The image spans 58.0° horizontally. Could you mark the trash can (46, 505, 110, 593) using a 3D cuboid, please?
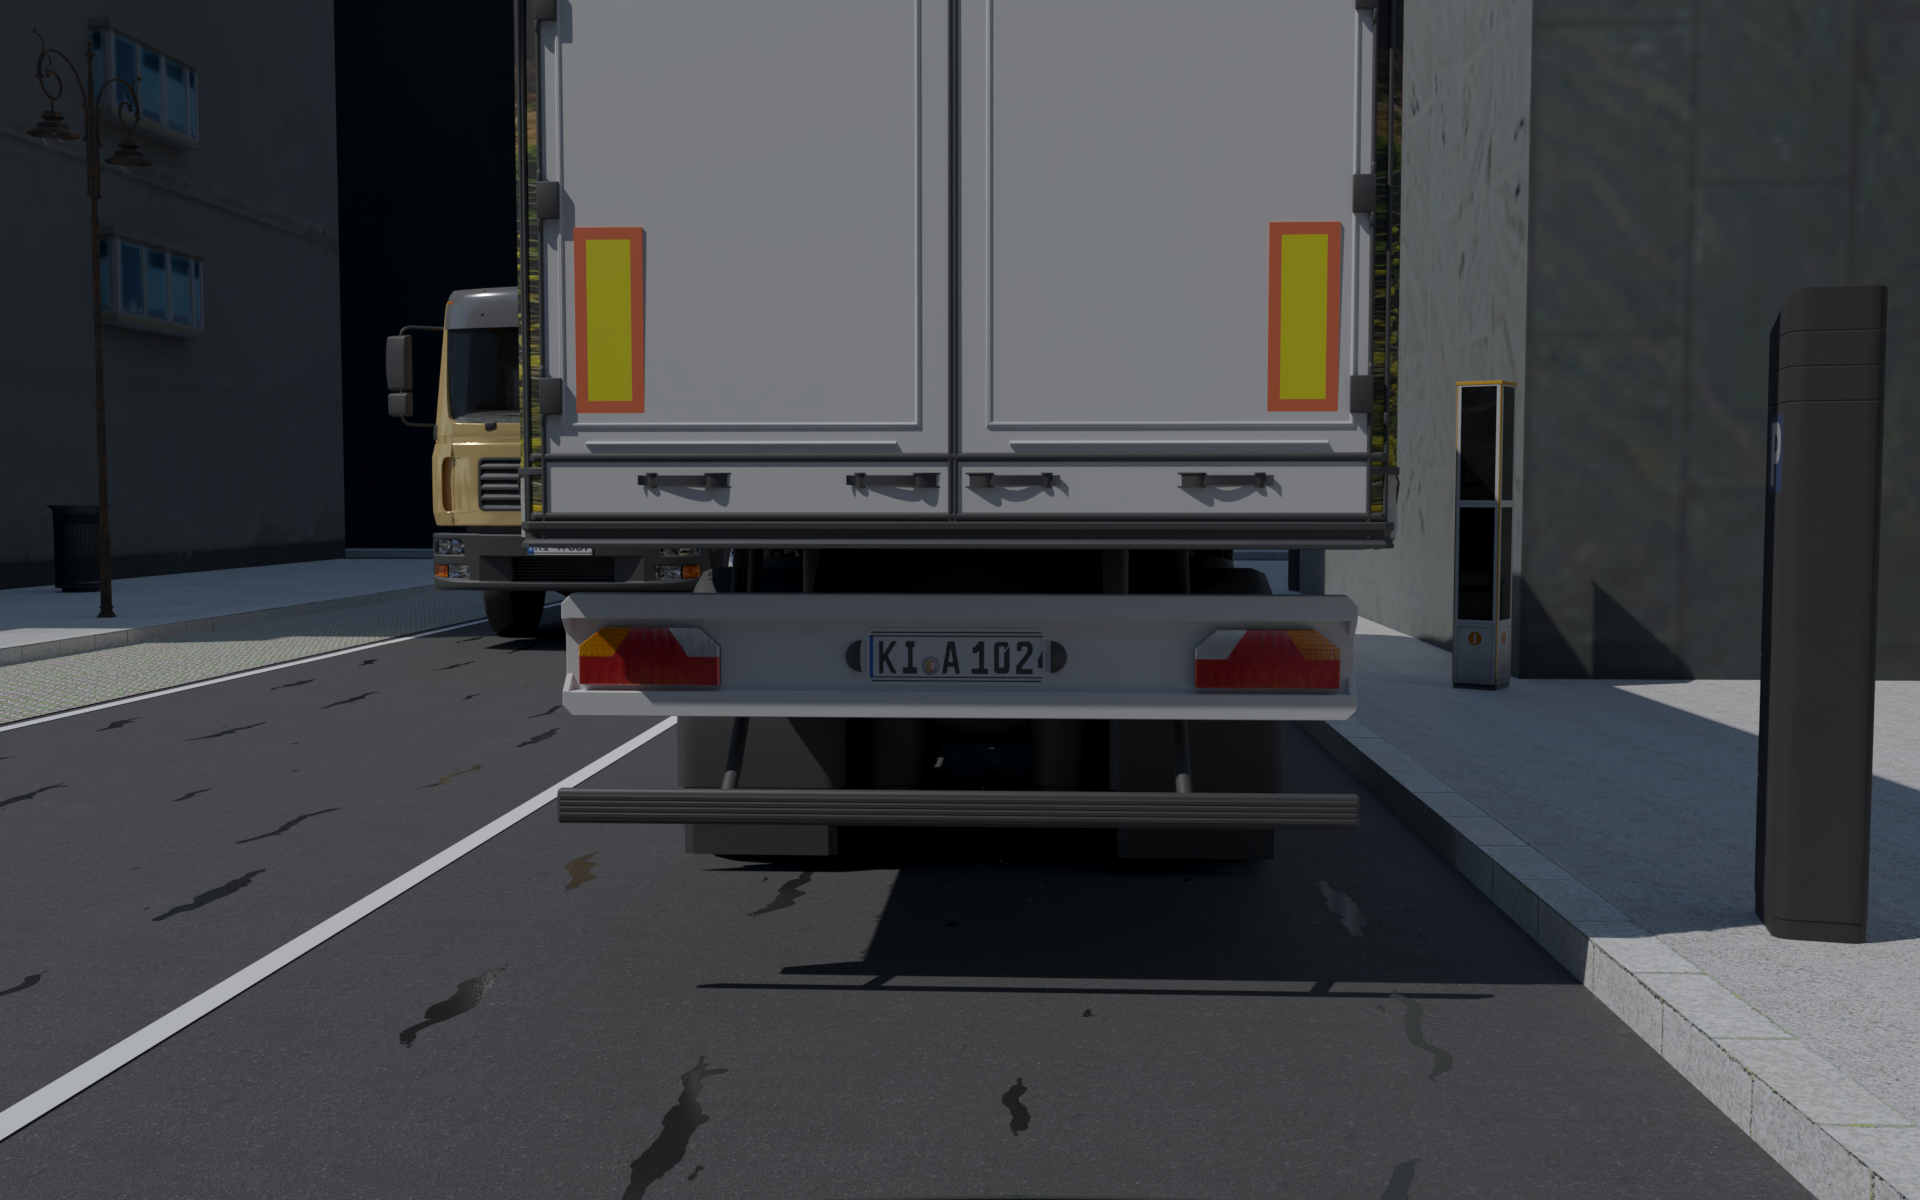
[{"bbox_3d":[-11.550,-0.677,22.725,0.748,1.137,0.748,0,3,0],"label":"trash can"}]

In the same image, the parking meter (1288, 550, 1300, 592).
[{"bbox_3d":[4.518,-1.052,22.913,0.255,1.863,0.399,0,4,-6],"label":"parking meter"}]

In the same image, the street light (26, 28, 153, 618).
[{"bbox_3d":[-8.885,-2.756,17.856,0.468,5.910,1.993,0,4,3],"label":"street light"}]

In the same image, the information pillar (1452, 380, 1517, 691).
[{"bbox_3d":[3.454,-0.424,11.417,0.304,2.012,0.304,2,4,35],"label":"information pillar"}]

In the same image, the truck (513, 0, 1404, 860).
[{"bbox_3d":[0.258,-1.306,10.261,2.839,4.237,11.283,0,4,3],"label":"truck"}]

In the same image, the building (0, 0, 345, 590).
[{"bbox_3d":[-23.253,-24.416,22.901,21.600,48.544,21.300,0,4,3],"label":"building"}]

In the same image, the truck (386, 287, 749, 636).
[{"bbox_3d":[-3.340,-1.447,19.590,3.469,3.379,9.791,0,4,4],"label":"truck"}]

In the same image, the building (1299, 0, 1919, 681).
[{"bbox_3d":[14.772,-42.273,3.831,22.319,86.520,31.000,0,4,3],"label":"building"}]

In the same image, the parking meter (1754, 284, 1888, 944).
[{"bbox_3d":[2.519,0.038,5.088,0.255,1.863,0.399,1,4,16],"label":"parking meter"}]

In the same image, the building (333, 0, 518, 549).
[{"bbox_3d":[-13.914,-13.346,47.892,12.332,23.373,15.834,0,4,3],"label":"building"}]
